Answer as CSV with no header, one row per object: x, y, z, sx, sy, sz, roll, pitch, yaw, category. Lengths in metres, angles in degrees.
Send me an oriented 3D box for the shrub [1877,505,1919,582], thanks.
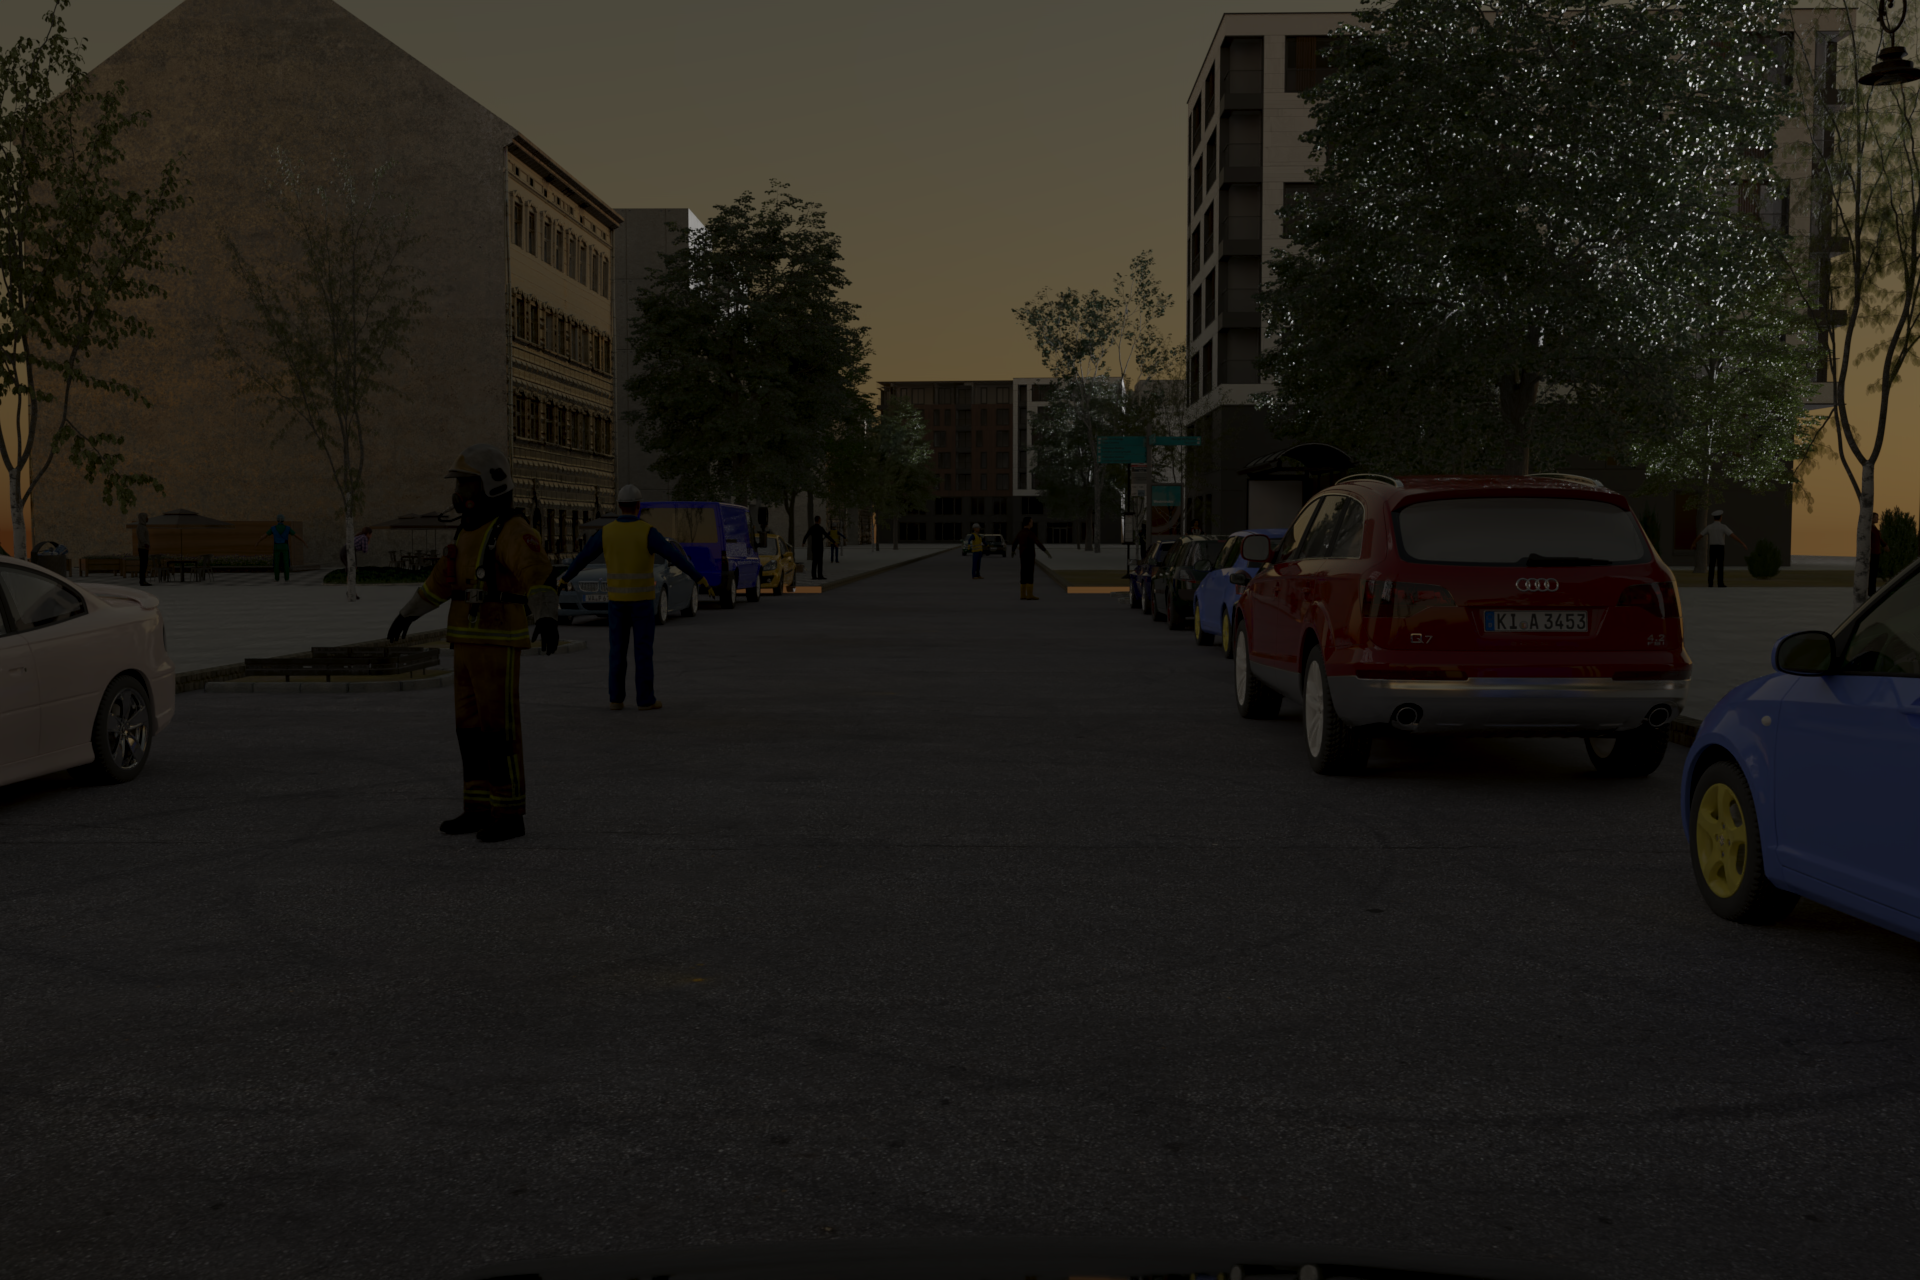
25.185,-2.607,46.671,1.661,2.075,1.752,0,3,0,shrub

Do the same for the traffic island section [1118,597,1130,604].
4.313,-0.815,36.191,1.991,0.108,1.994,0,4,2,traffic island section

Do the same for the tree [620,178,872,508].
-8.136,-9.581,63.306,9.857,13.997,8.962,0,3,0,tree

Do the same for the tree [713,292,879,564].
-7.363,-9.108,74.668,9.928,11.665,9.643,0,3,0,tree

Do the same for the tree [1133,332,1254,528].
7.954,-6.907,63.293,4.360,8.622,3.978,0,3,0,tree

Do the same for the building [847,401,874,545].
-20.518,-22.988,206.790,19.493,23.208,18.063,0,4,2,building

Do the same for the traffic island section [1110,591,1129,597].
4.461,-1.039,39.853,1.991,0.108,1.994,0,4,2,traffic island section

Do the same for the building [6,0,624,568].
-26.068,-14.897,74.496,19.493,23.208,18.063,0,4,1,building

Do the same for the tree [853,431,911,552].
-5.866,-10.439,121.040,4.737,8.622,4.395,0,3,0,tree

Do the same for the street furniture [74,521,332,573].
-26.827,-3.209,59.326,9.812,1.723,11.010,-1,4,-9,street furniture

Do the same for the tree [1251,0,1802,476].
9.957,-7.615,31.154,9.857,13.997,8.962,0,3,0,tree

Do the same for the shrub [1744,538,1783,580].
22.688,-2.311,48.896,1.383,1.207,1.383,0,3,0,shrub

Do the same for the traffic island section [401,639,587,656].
-5.694,0.096,21.293,1.991,0.108,1.994,0,4,2,traffic island section

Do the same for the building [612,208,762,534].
-22.927,-14.903,110.117,16.747,18.905,31.486,0,4,1,building

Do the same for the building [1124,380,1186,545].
29.141,-20.807,206.649,16.747,18.905,31.486,0,4,1,building

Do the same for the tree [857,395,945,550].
-5.026,-13.616,140.755,7.486,12.596,7.792,0,3,0,tree

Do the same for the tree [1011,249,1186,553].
10.043,-15.905,115.940,12.611,20.169,13.585,0,3,0,tree

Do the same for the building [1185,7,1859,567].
24.721,-14.694,84.220,27.936,21.610,32.646,0,4,2,building

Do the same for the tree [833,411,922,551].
-6.474,-11.957,129.909,7.601,10.594,8.767,-3,5,-41,tree

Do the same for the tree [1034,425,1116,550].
9.560,-12.806,143.791,7.601,10.594,8.767,1,4,14,tree

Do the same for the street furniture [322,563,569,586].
-11.507,-1.877,46.314,10.072,0.657,5.734,-1,4,-9,street furniture

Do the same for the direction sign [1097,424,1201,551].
4.600,-3.235,41.659,2.525,3.948,1.411,0,4,0,direction sign

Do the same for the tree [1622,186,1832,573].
24.834,-8.497,57.053,7.486,12.596,7.792,0,3,0,tree

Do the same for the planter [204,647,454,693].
-5.822,0.278,16.601,1.991,0.319,1.994,0,4,1,planter

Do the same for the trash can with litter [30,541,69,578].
-8.804,-0.385,17.358,1.678,1.210,2.233,0,4,1,trash can with litter

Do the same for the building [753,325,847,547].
-21.678,-21.064,175.319,19.493,23.208,18.063,0,4,2,building

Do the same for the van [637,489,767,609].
-5.212,-1.863,34.840,2.240,2.365,5.245,0,4,1,van

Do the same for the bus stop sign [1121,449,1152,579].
5.052,-3.724,49.598,0.855,3.939,0.416,0,4,2,bus stop sign

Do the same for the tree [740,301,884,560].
-7.718,-10.171,84.415,7.486,12.596,7.792,0,3,0,tree

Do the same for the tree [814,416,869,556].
-6.771,-9.252,101.625,4.360,8.622,3.978,0,3,0,tree

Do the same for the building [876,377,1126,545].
6.262,-24.004,238.898,32.646,21.610,27.936,0,4,6,building

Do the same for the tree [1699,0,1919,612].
9.469,-4.154,18.279,4.360,8.622,3.978,0,3,0,tree

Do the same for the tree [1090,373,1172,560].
8.020,-7.839,78.524,4.737,8.622,4.395,0,3,0,tree

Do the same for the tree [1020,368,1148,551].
9.705,-13.748,131.436,9.857,13.997,8.962,0,3,0,tree

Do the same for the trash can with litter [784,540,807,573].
-5.622,-2.835,57.740,1.055,1.170,0.624,0,4,2,trash can with litter
